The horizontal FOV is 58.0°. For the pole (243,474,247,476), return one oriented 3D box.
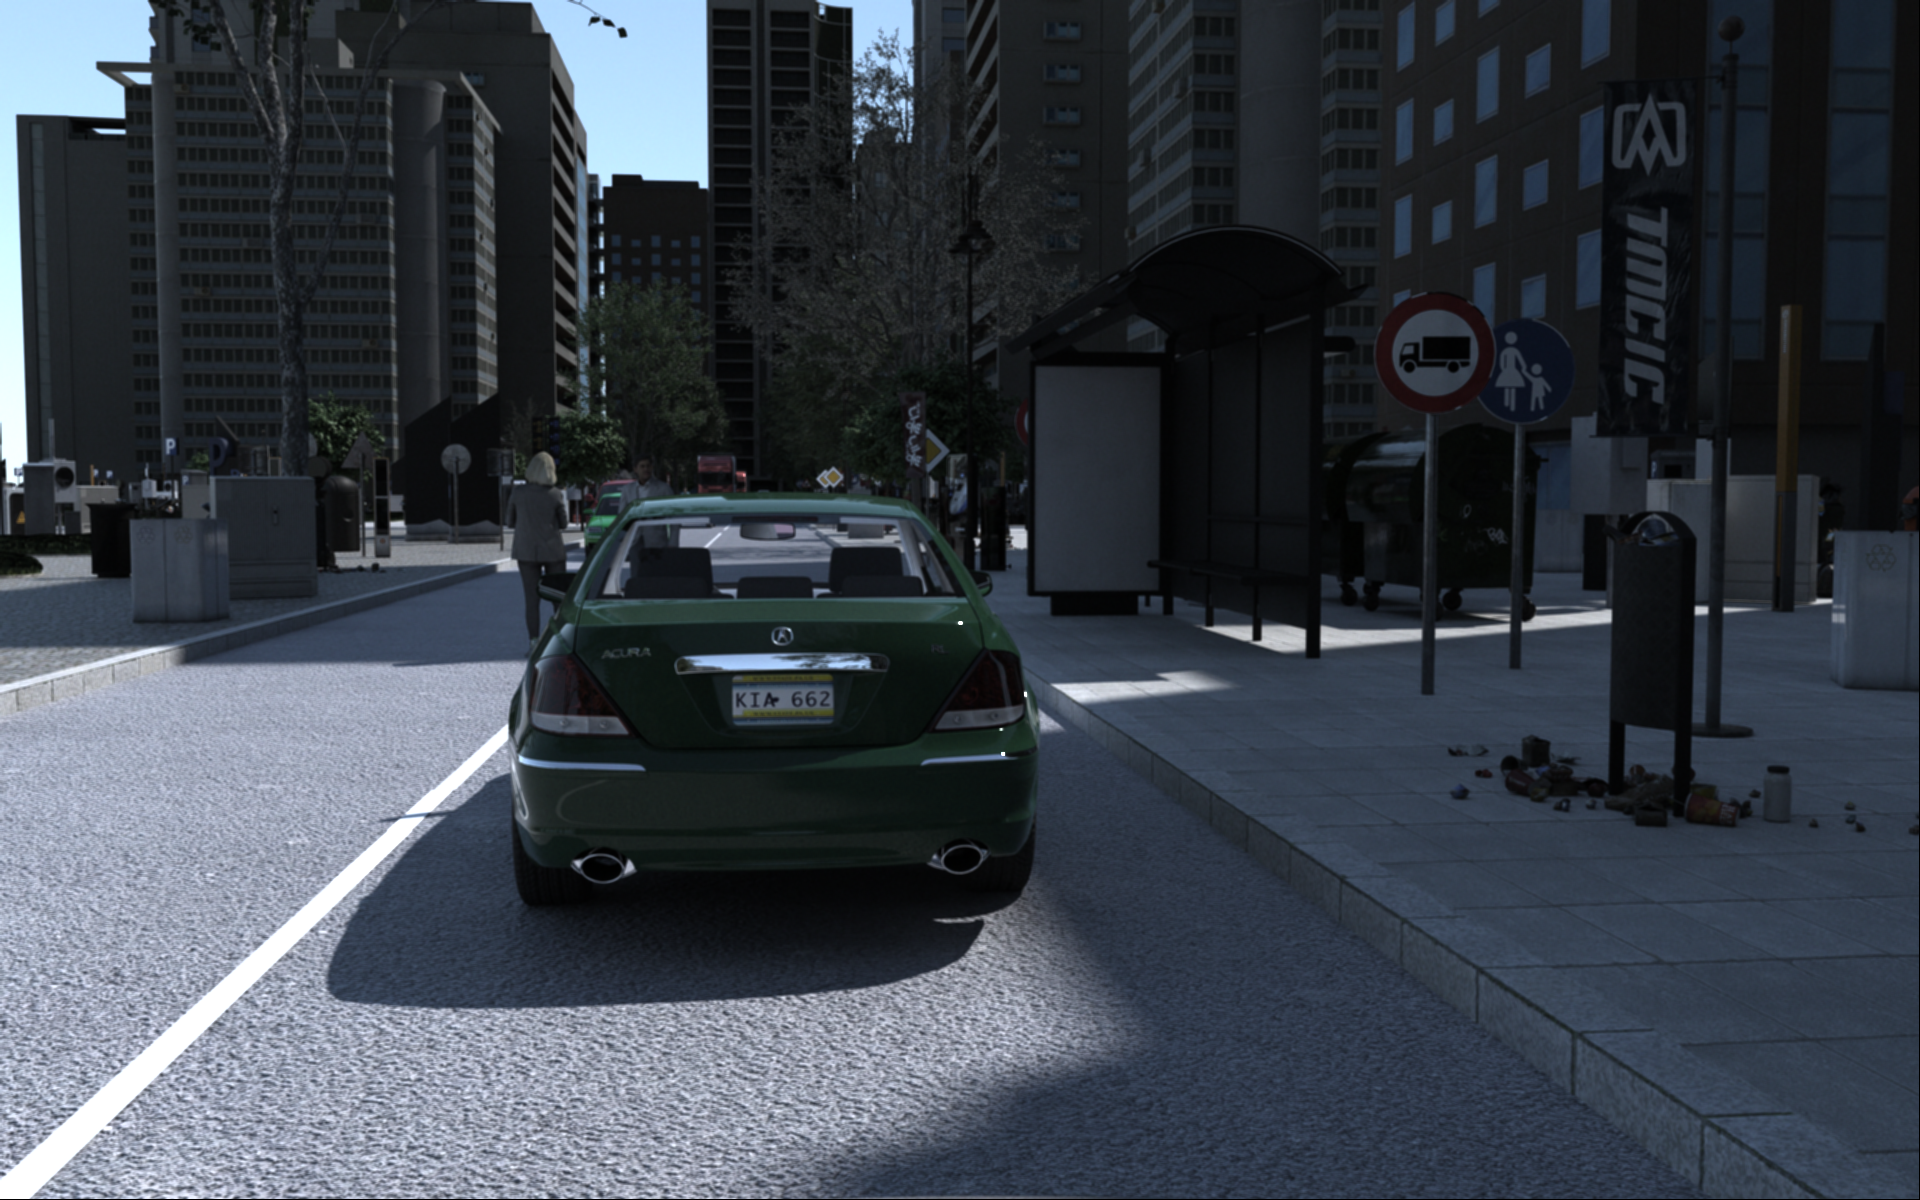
[{"bbox_3d":[-36.499,-5.785,88.435,0.158,3.312,0.155,0,3,0],"label":"pole"}]

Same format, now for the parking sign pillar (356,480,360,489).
[{"bbox_3d":[-45.284,-8.567,128.547,1.447,3.967,1.447,0,4,2],"label":"parking sign pillar"}]

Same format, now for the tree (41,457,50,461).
[{"bbox_3d":[-42.613,-5.318,81.554,1.663,3.219,1.824,0,3,0],"label":"tree"}]

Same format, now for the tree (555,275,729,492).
[{"bbox_3d":[-15.461,-9.616,82.982,9.928,11.665,9.643,0,3,0],"label":"tree"}]

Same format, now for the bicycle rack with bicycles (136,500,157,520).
[{"bbox_3d":[-40.704,-4.398,85.291,2.925,0.926,2.852,-1,4,-21],"label":"bicycle rack with bicycles"}]

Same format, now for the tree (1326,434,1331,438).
[{"bbox_3d":[11.861,-3.739,55.733,1.663,3.219,1.824,0,3,0],"label":"tree"}]

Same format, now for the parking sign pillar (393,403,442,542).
[{"bbox_3d":[-14.443,-3.597,47.291,1.447,3.967,1.447,0,4,-1],"label":"parking sign pillar"}]

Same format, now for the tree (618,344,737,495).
[{"bbox_3d":[-21.681,-13.106,131.294,9.611,12.733,9.660,0,3,0],"label":"tree"}]

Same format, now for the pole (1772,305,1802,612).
[{"bbox_3d":[8.981,-1.527,18.802,0.158,3.312,0.155,0,3,0],"label":"pole"}]

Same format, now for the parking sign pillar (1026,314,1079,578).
[{"bbox_3d":[1.728,-2.312,26.269,1.447,3.967,1.447,-2,4,-32],"label":"parking sign pillar"}]

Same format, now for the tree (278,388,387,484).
[{"bbox_3d":[-19.492,-4.282,53.731,4.285,4.588,4.351,0,3,0],"label":"tree"}]

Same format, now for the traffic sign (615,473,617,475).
[{"bbox_3d":[-20.467,-6.304,103.079,0.884,2.594,0.081,0,4,3],"label":"traffic sign"}]

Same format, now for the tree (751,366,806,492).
[{"bbox_3d":[-14.670,-15.675,162.935,9.857,13.997,8.962,0,3,0],"label":"tree"}]

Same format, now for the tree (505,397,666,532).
[{"bbox_3d":[-12.965,-4.604,58.982,4.285,4.588,4.351,0,3,0],"label":"tree"}]

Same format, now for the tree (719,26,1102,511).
[{"bbox_3d":[-1.195,-8.266,45.514,12.009,13.543,11.850,0,3,0],"label":"tree"}]

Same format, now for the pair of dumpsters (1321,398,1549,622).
[{"bbox_3d":[4.945,-1.033,19.378,1.574,2.255,4.437,0,4,-6],"label":"pair of dumpsters"}]

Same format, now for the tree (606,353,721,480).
[{"bbox_3d":[-18.628,-10.611,107.906,8.767,10.594,7.601,1,4,11],"label":"tree"}]

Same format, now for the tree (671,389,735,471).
[{"bbox_3d":[-25.239,-15.139,165.644,7.486,12.596,7.792,0,3,0],"label":"tree"}]

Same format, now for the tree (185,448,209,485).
[{"bbox_3d":[-53.357,-8.522,123.051,4.285,4.588,4.351,0,3,0],"label":"tree"}]

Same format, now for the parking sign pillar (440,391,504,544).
[{"bbox_3d":[-12.715,-3.481,45.379,1.447,3.967,1.447,-1,4,-21],"label":"parking sign pillar"}]

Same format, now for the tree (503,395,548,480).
[{"bbox_3d":[-32.420,-10.915,128.822,4.360,8.622,3.978,0,3,0],"label":"tree"}]

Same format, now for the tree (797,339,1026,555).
[{"bbox_3d":[-0.426,-3.242,36.725,4.285,4.588,4.351,0,3,0],"label":"tree"}]

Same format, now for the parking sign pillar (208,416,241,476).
[{"bbox_3d":[-25.119,-4.325,59.187,1.447,3.967,1.447,3,4,38],"label":"parking sign pillar"}]

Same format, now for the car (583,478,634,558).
[{"bbox_3d":[-7.408,-1.842,38.916,1.959,1.807,4.718,0,4,-7],"label":"car"}]

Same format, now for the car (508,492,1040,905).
[{"bbox_3d":[-0.827,0.259,7.557,2.131,1.459,4.920,0,4,-7],"label":"car"}]

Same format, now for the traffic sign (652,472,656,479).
[{"bbox_3d":[-16.247,-5.565,90.991,0.884,2.594,0.081,0,4,-5],"label":"traffic sign"}]

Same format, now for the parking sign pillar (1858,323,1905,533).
[{"bbox_3d":[14.840,-2.414,27.941,1.447,3.967,1.447,1,4,21],"label":"parking sign pillar"}]

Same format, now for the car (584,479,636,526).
[{"bbox_3d":[-8.461,-2.201,44.654,2.281,1.827,5.304,0,4,-7],"label":"car"}]

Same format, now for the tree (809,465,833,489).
[{"bbox_3d":[-7.892,-6.376,98.841,1.663,3.219,1.824,0,3,0],"label":"tree"}]

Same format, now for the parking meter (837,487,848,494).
[{"bbox_3d":[-3.986,-3.076,58.704,0.372,1.533,0.369,0,3,0],"label":"parking meter"}]

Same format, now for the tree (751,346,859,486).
[{"bbox_3d":[-10.816,-13.005,129.641,9.611,12.733,9.660,0,3,0],"label":"tree"}]

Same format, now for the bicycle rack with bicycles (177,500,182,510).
[{"bbox_3d":[-47.026,-5.468,102.784,2.852,0.926,2.925,-3,5,-43],"label":"bicycle rack with bicycles"}]

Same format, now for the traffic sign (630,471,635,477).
[{"bbox_3d":[-17.852,-5.813,95.147,0.768,2.556,0.104,0,4,-3],"label":"traffic sign"}]

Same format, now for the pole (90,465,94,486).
[{"bbox_3d":[-60.355,-7.747,120.511,0.158,3.312,0.155,0,3,0],"label":"pole"}]

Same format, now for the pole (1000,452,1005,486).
[{"bbox_3d":[2.054,-5.479,83.429,0.158,3.312,0.155,0,3,0],"label":"pole"}]

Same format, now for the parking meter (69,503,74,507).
[{"bbox_3d":[-59.918,-6.803,116.944,0.399,1.863,0.255,0,4,5],"label":"parking meter"}]

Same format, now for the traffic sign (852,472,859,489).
[{"bbox_3d":[-6.090,-6.008,98.338,0.768,2.556,0.104,0,4,-3],"label":"traffic sign"}]

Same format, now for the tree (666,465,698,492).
[{"bbox_3d":[-24.380,-10.338,152.743,4.285,4.588,4.351,0,3,0],"label":"tree"}]

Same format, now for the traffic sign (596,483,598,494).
[{"bbox_3d":[-15.633,-4.562,74.698,0.768,2.556,0.104,0,4,-4],"label":"traffic sign"}]

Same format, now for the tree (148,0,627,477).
[{"bbox_3d":[-9.653,-10.232,23.180,12.611,20.169,13.585,0,3,0],"label":"tree"}]

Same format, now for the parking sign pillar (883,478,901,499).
[{"bbox_3d":[-2.944,-5.375,76.360,1.447,3.967,1.447,2,4,23],"label":"parking sign pillar"}]

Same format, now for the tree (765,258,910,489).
[{"bbox_3d":[-5.244,-10.082,82.964,7.486,12.596,7.792,0,3,0],"label":"tree"}]

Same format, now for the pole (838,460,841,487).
[{"bbox_3d":[-6.998,-6.538,100.744,0.158,3.312,0.155,0,3,0],"label":"pole"}]

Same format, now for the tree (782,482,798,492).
[{"bbox_3d":[-16.849,-13.891,177.472,4.360,8.622,3.978,0,3,0],"label":"tree"}]

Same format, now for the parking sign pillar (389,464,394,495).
[{"bbox_3d":[-34.960,-7.329,108.300,1.447,3.967,1.447,-2,4,-34],"label":"parking sign pillar"}]

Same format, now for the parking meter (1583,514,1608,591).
[{"bbox_3d":[8.523,-0.899,23.114,0.372,1.533,0.369,0,3,0],"label":"parking meter"}]

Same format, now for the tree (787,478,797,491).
[{"bbox_3d":[-14.112,-10.407,153.874,4.285,4.588,4.351,0,3,0],"label":"tree"}]

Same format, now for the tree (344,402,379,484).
[{"bbox_3d":[-47.790,-11.428,137.215,4.737,8.622,4.395,0,3,0],"label":"tree"}]
